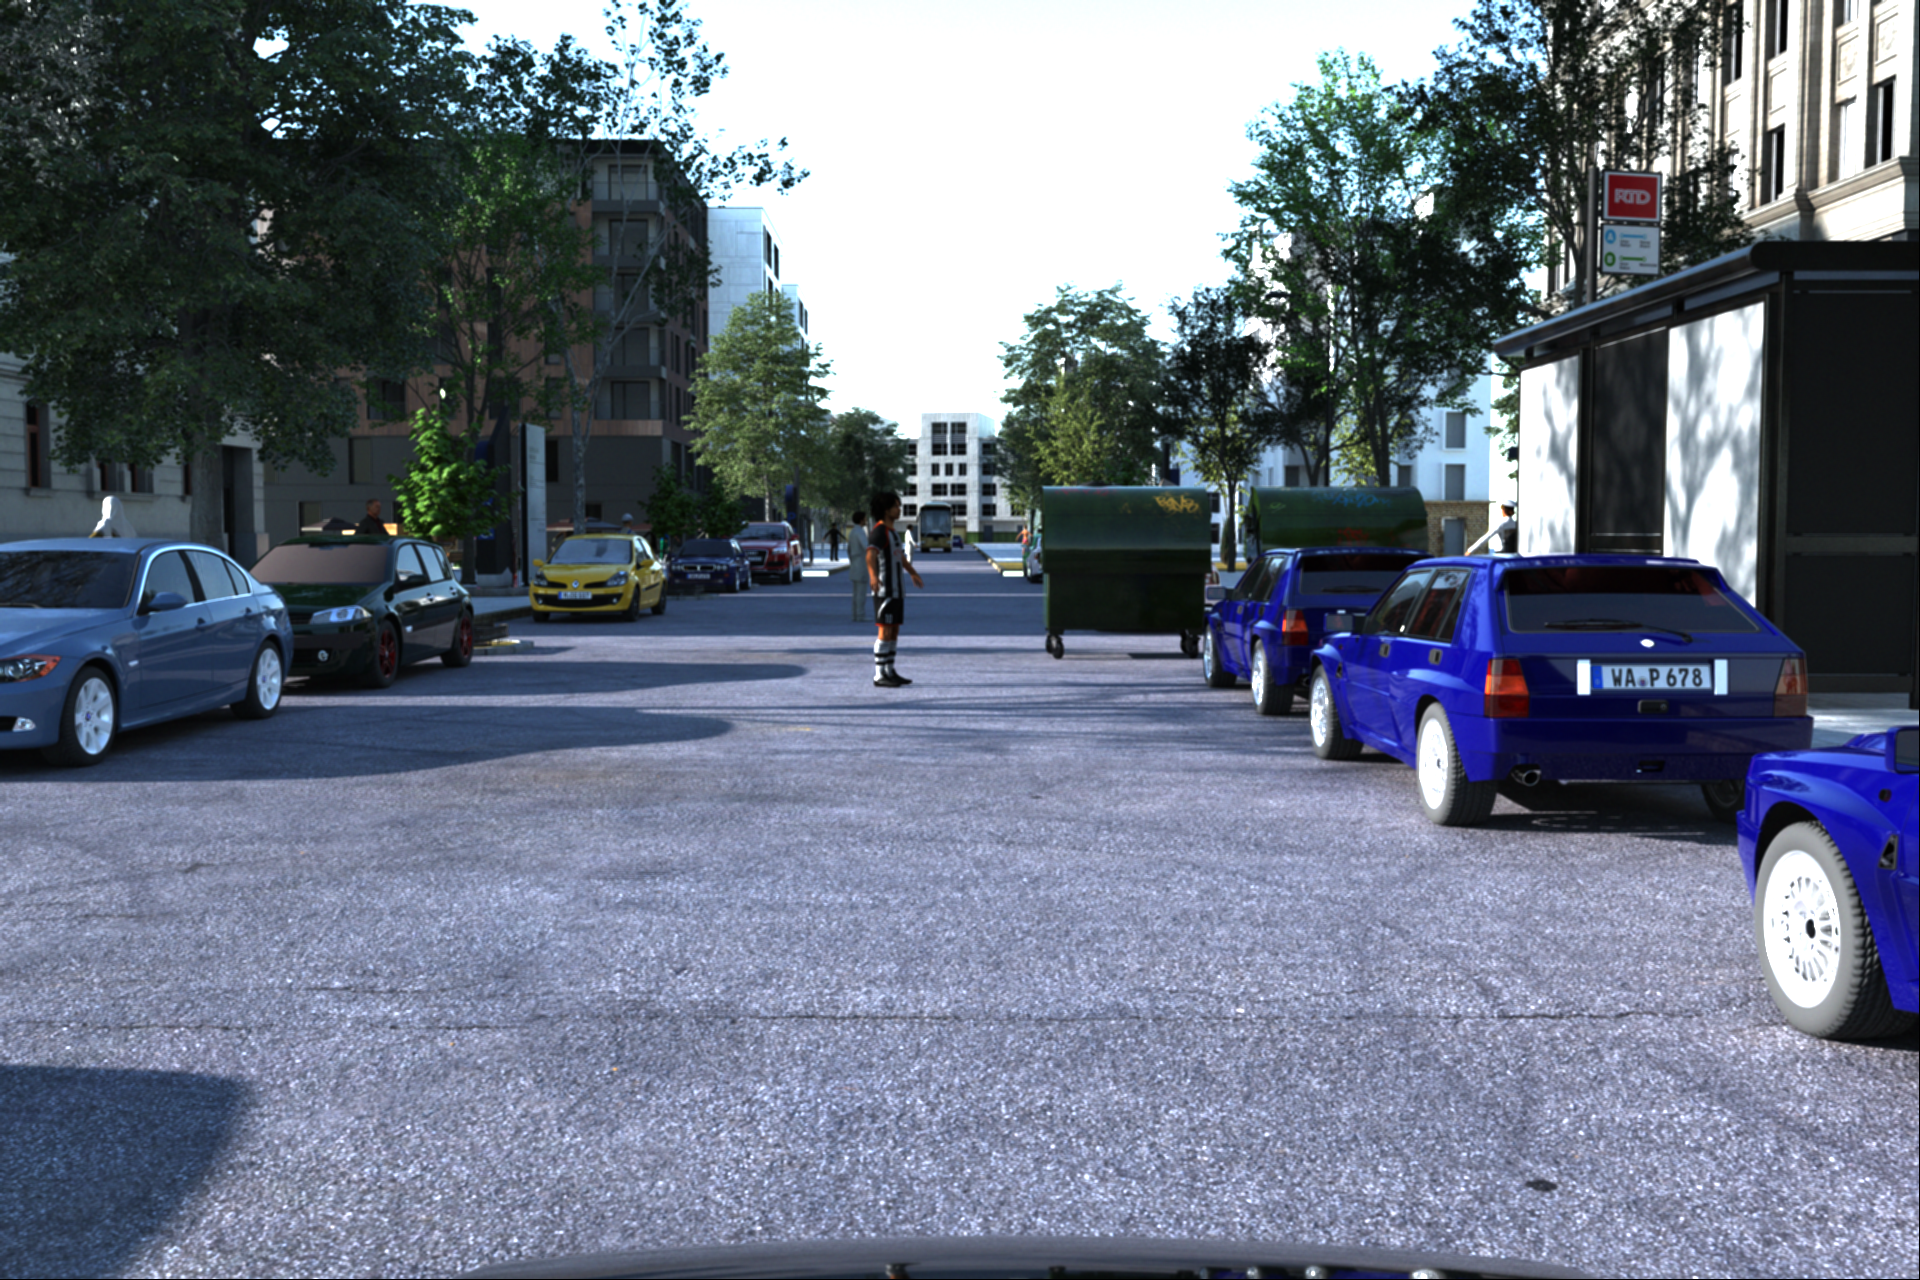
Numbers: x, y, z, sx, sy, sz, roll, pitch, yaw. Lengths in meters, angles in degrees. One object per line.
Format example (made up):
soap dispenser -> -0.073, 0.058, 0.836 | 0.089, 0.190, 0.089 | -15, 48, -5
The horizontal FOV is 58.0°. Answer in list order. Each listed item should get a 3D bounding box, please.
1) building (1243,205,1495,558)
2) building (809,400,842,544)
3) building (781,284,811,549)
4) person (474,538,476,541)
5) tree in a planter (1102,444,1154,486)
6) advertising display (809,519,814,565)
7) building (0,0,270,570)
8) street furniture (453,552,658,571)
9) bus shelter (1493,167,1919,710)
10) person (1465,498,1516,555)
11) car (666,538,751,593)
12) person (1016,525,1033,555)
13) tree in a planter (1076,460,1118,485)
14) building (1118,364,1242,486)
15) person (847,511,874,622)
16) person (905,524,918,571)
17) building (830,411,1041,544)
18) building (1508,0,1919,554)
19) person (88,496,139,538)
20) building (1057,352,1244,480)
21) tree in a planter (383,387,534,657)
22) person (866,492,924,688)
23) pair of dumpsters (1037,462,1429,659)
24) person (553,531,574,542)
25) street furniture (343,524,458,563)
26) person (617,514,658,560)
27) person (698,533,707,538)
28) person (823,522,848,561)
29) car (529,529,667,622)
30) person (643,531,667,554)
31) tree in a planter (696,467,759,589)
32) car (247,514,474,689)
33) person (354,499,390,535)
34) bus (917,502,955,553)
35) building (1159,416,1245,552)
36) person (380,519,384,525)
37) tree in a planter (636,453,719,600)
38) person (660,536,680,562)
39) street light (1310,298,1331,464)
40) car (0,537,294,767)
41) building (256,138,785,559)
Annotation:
building -> 22.781, -15.283, 106.302 | 16.016, 20.090, 11.380 | 0, 4, 0
building -> -25.834, -24.442, 230.554 | 19.493, 23.208, 18.063 | 0, 4, 1
building -> -27.093, -18.057, 139.201 | 27.936, 21.610, 32.646 | 0, 4, -1
person -> -18.782, -3.585, 67.885 | 0.991, 1.433, 0.599 | -2, 4, -30
tree in a planter -> 3.323, -2.277, 34.458 | 1.991, 3.239, 1.994 | 0, 4, 1
advertising display -> -6.249, -4.137, 72.858 | 0.123, 1.923, 0.974 | 0, 4, 1
building -> -31.434, -16.157, 51.552 | 14.401, 28.519, 23.554 | 0, 4, -1
street furniture -> -15.859, -2.876, 62.649 | 10.072, 0.657, 5.734 | 1, 4, 12
bus shelter -> 6.707, -2.391, 16.727 | 2.179, 5.291, 8.768 | 0, 3, 0
person -> 7.454, -1.060, 23.784 | 1.216, 1.778, 0.721 | -1, 4, -18
car -> -6.255, -1.877, 43.263 | 1.945, 1.354, 3.894 | 0, 4, 0
person -> 3.425, -5.036, 89.139 | 1.217, 1.733, 0.721 | 2, 4, 29
tree in a planter -> 3.322, -2.745, 42.103 | 1.991, 3.239, 1.994 | 0, 4, 0
building -> 22.434, -20.315, 188.571 | 16.016, 20.090, 11.380 | 0, 4, 0
person -> -1.618, -1.211, 28.444 | 0.705, 1.806, 1.347 | -1, 4, -23
person -> -1.903, -3.557, 66.804 | 0.705, 1.806, 1.347 | -1, 4, -16
building -> -4.286, -23.754, 257.299 | 31.486, 18.905, 16.747 | 1, 4, 10
building -> 26.893, -16.575, 50.590 | 16.754, 29.471, 25.880 | 0, 4, 0
person -> -10.345, -0.871, 21.015 | 0.721, 1.736, 1.217 | 1, 4, 14
building -> 25.469, -22.436, 210.803 | 27.936, 21.610, 32.646 | 0, 4, 0
tree in a planter -> -6.336, -1.463, 21.138 | 1.991, 3.239, 1.994 | 0, 3, 0
person -> -0.650, -0.472, 16.320 | 0.704, 1.843, 1.345 | 1, 4, 16
pair of dumpsters -> 3.124, -0.939, 20.299 | 4.436, 2.255, 1.574 | 0, 4, 0
person -> -18.255, -4.553, 80.585 | 1.346, 1.812, 0.704 | -1, 4, -8
street furniture -> -26.410, -4.412, 78.983 | 9.812, 1.723, 11.010 | 3, 5, 44
person -> -6.791, -1.662, 35.481 | 1.347, 1.847, 0.705 | 2, 4, 28
person -> -9.284, -3.549, 64.300 | 1.348, 1.796, 0.705 | 2, 4, 25
person -> -5.985, -4.685, 82.539 | 1.347, 1.837, 0.705 | 2, 4, 23
car -> -6.119, -1.178, 29.480 | 2.015, 1.641, 3.980 | 0, 4, 0
person -> -13.774, -4.386, 77.894 | 1.347, 1.806, 0.705 | -2, 4, -35
tree in a planter -> -6.419, -2.997, 46.217 | 1.991, 3.239, 1.994 | 0, 4, 1
car -> -6.161, -0.459, 17.293 | 2.009, 1.686, 4.222 | 0, 3, 0
person -> -8.744, -1.208, 25.923 | 0.705, 1.807, 1.348 | 1, 4, 15
bus -> -1.868, -8.888, 136.872 | 2.896, 3.916, 12.252 | 0, 4, 0
building -> 20.405, -11.142, 124.318 | 9.099, 9.664, 28.070 | 0, 4, 0
person -> -18.695, -2.993, 55.517 | 0.750, 1.759, 0.617 | 0, 4, 3
tree in a planter -> -6.414, -2.515, 38.347 | 1.991, 3.239, 1.994 | 0, 4, 1
person -> -13.638, -4.520, 80.032 | 1.347, 1.817, 0.704 | 0, 4, 0
street light -> 7.624, -3.719, 33.351 | 1.470, 5.913, 1.316 | 0, 4, 0
car -> -6.215, -0.011, 12.177 | 2.014, 1.417, 4.499 | 0, 4, 0
building -> -26.203, -16.035, 106.150 | 27.936, 21.610, 32.646 | 0, 4, -1
